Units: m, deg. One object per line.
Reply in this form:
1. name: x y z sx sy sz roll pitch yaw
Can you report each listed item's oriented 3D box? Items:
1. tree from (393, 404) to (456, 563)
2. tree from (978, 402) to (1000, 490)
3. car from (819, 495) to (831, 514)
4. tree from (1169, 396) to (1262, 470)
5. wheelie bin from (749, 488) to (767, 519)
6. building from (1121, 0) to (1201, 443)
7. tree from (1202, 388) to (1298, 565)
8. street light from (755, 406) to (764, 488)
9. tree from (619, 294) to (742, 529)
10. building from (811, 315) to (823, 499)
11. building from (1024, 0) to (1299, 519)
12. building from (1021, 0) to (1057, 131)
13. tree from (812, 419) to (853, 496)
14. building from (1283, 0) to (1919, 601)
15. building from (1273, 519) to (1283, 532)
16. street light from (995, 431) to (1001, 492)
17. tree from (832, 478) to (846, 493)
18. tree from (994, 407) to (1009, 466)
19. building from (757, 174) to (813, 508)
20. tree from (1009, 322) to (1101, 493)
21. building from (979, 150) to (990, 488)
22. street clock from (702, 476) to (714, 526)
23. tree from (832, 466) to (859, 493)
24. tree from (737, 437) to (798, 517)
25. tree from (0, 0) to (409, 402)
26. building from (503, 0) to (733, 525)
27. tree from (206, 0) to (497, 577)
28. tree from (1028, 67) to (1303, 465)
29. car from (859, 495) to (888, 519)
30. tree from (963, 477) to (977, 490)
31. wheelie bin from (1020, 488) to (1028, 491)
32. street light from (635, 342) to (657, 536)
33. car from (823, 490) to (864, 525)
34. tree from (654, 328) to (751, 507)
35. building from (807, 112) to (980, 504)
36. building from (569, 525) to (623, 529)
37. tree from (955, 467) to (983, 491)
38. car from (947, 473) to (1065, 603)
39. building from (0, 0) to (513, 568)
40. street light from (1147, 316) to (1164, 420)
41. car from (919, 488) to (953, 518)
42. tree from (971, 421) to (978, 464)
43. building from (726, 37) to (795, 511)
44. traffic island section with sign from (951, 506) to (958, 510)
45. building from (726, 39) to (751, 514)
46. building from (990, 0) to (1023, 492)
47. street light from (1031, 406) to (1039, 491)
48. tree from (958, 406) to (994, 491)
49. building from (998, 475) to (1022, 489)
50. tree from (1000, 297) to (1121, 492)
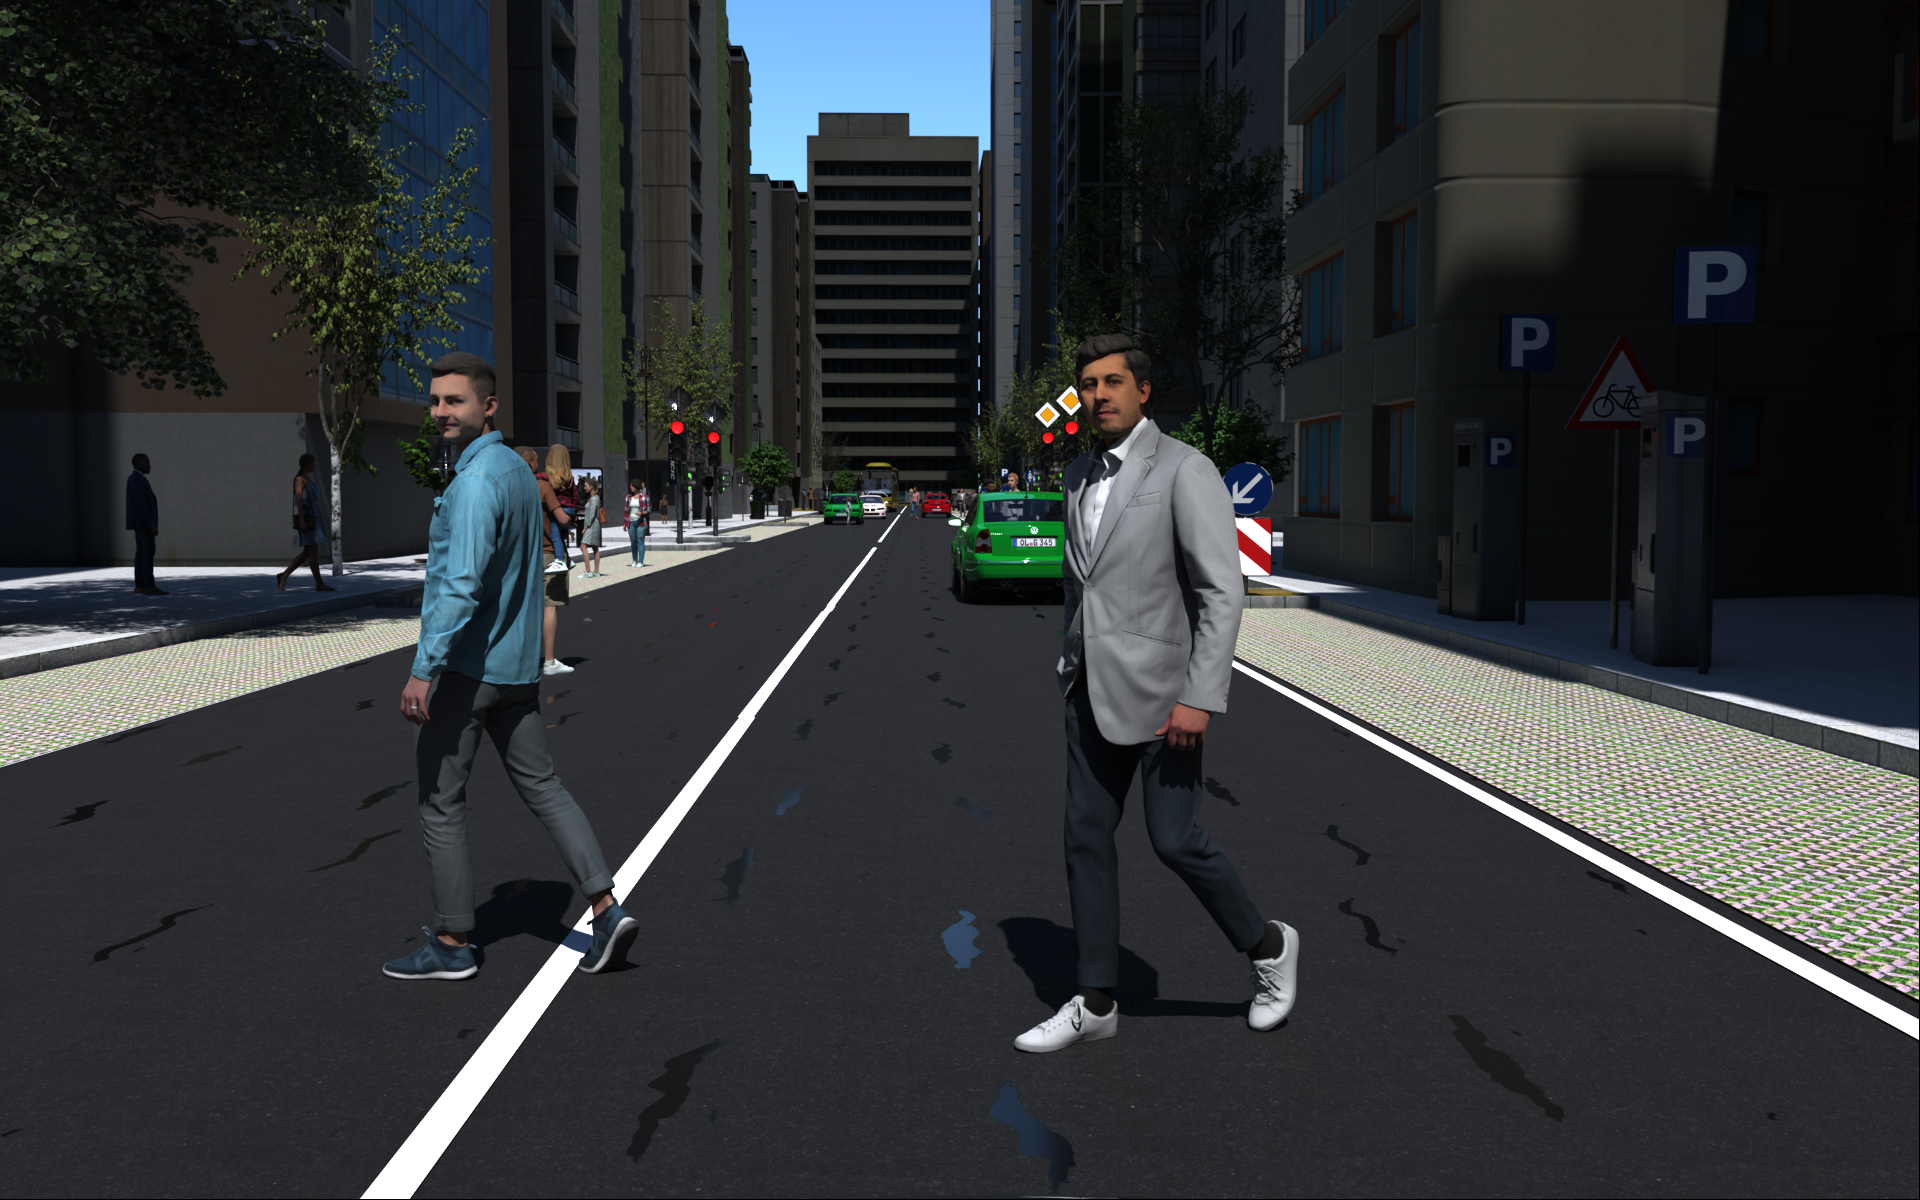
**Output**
1. tree: -9.872 -2.323 32.579 1.663 3.219 1.824 0 3 0
2. tree: 3.997 -8.985 97.262 4.737 8.622 4.395 0 3 0
3. car: -9.126 -6.783 123.489 1.945 1.354 3.894 0 4 0
4. tree: 8.574 -4.459 56.617 4.285 4.588 4.351 0 3 0
5. wheelie bin: -10.218 -4.887 87.813 0.693 1.594 0.980 3 4 36
6. building: 14.702 -24.504 84.243 14.154 41.232 14.086 0 4 -1
7. tree: 5.163 -2.265 31.634 1.663 3.219 1.824 0 3 0
8. street light: -10.485 -7.217 90.777 0.468 5.910 1.993 0 4 -1
9. tree: -10.086 -6.890 63.009 4.737 8.622 4.395 0 3 0
10. building: -30.194 -20.985 188.139 28.899 21.520 27.650 0 4 -1
11. building: 14.911 -41.003 108.643 20.563 71.187 20.611 0 4 -1
12. building: 12.273 -30.085 142.005 14.600 45.320 14.200 0 4 -1
13. tree: -12.927 -13.475 170.682 4.360 8.622 3.978 0 3 0
14. building: 19.727 -10.395 14.995 27.650 21.520 28.899 0 4 -1
15. building: 20.961 -38.330 64.946 20.611 71.187 20.563 0 4 -1
16. street light: 2.738 -9.432 127.004 0.468 5.910 1.993 0 4 -1
17. tree: -13.234 -12.190 193.909 1.663 3.219 1.824 0 3 0
18. tree: 4.697 -8.034 81.712 4.360 8.622 3.978 0 3 0
19. building: -21.025 -23.667 158.658 14.160 30.474 14.107 0 4 -1
20. tree: 5.027 -7.419 71.658 4.360 8.622 3.978 0 3 0
21. building: 9.768 -34.876 220.328 14.200 45.320 14.600 0 4 -1
22. street clock: -10.032 -3.947 69.107 0.471 2.002 0.358 -3 4 -37
23. tree: -13.431 -13.525 204.843 4.285 4.588 4.351 0 3 0
24. tree: -10.939 -7.041 98.837 4.285 4.588 4.351 0 3 0
25. tree: -9.510 -6.668 15.676 9.857 13.997 8.962 0 3 0
26. building: -18.972 -24.494 84.075 14.154 41.232 14.086 0 4 -1
27. tree: -9.479 -4.676 26.818 4.737 8.622 4.395 0 3 0
28. tree: 5.520 -6.288 37.227 8.767 10.594 7.601 1 4 8
29. car: -5.183 -5.371 100.176 2.083 1.381 4.827 0 4 -2
30. tree: 1.156 -12.409 197.484 1.663 3.219 1.824 0 3 0
31. wheelie bin: 3.439 -5.149 92.086 0.693 1.594 0.980 1 4 16
32. street light: -9.556 -4.896 52.838 0.468 5.910 1.993 0 4 -1
33. car: -5.491 -4.488 82.177 1.959 1.807 4.718 0 4 -1
34. tree: -11.241 -7.671 75.786 4.360 8.622 3.978 0 3 0
35. building: -8.478 -36.692 223.615 21.600 48.544 21.300 0 4 -1
36. building: -20.304 -23.143 61.989 14.154 41.232 14.086 0 4 -1
37. tree: 1.048 -13.538 205.054 4.285 4.588 4.351 0 3 0
38. car: 0.828 -0.947 24.272 1.959 1.807 4.718 0 4 -3
39. building: -18.345 -23.603 36.015 14.200 45.320 14.600 0 4 -1
40. street light: 4.932 -4.390 44.559 0.468 5.910 1.993 0 4 -1
41. car: -1.461 -5.898 105.474 2.155 1.783 4.494 0 4 -2
42. tree: 2.927 -11.198 133.453 4.737 8.622 4.395 0 3 0
43. building: -29.990 -27.332 138.762 32.217 40.220 23.993 0 4 -1
44. traffic island section with sign: 0.060 -8.933 154.688 1.989 1.847 2.006 0 4 -1
45. building: -20.440 -20.473 106.428 14.160 30.474 14.107 0 4 -1
46. building: 13.762 -39.477 187.449 21.231 58.520 28.212 0 4 -1
47. street light: 3.880 -7.117 89.146 0.468 5.910 1.993 0 4 -1
48. tree: 2.259 -11.611 140.196 4.360 8.622 3.978 0 3 0
49. building: 19.967 -28.718 161.425 32.217 40.220 23.993 0 4 -1
50. tree: 4.553 -7.049 65.615 4.737 8.622 4.395 0 3 0
